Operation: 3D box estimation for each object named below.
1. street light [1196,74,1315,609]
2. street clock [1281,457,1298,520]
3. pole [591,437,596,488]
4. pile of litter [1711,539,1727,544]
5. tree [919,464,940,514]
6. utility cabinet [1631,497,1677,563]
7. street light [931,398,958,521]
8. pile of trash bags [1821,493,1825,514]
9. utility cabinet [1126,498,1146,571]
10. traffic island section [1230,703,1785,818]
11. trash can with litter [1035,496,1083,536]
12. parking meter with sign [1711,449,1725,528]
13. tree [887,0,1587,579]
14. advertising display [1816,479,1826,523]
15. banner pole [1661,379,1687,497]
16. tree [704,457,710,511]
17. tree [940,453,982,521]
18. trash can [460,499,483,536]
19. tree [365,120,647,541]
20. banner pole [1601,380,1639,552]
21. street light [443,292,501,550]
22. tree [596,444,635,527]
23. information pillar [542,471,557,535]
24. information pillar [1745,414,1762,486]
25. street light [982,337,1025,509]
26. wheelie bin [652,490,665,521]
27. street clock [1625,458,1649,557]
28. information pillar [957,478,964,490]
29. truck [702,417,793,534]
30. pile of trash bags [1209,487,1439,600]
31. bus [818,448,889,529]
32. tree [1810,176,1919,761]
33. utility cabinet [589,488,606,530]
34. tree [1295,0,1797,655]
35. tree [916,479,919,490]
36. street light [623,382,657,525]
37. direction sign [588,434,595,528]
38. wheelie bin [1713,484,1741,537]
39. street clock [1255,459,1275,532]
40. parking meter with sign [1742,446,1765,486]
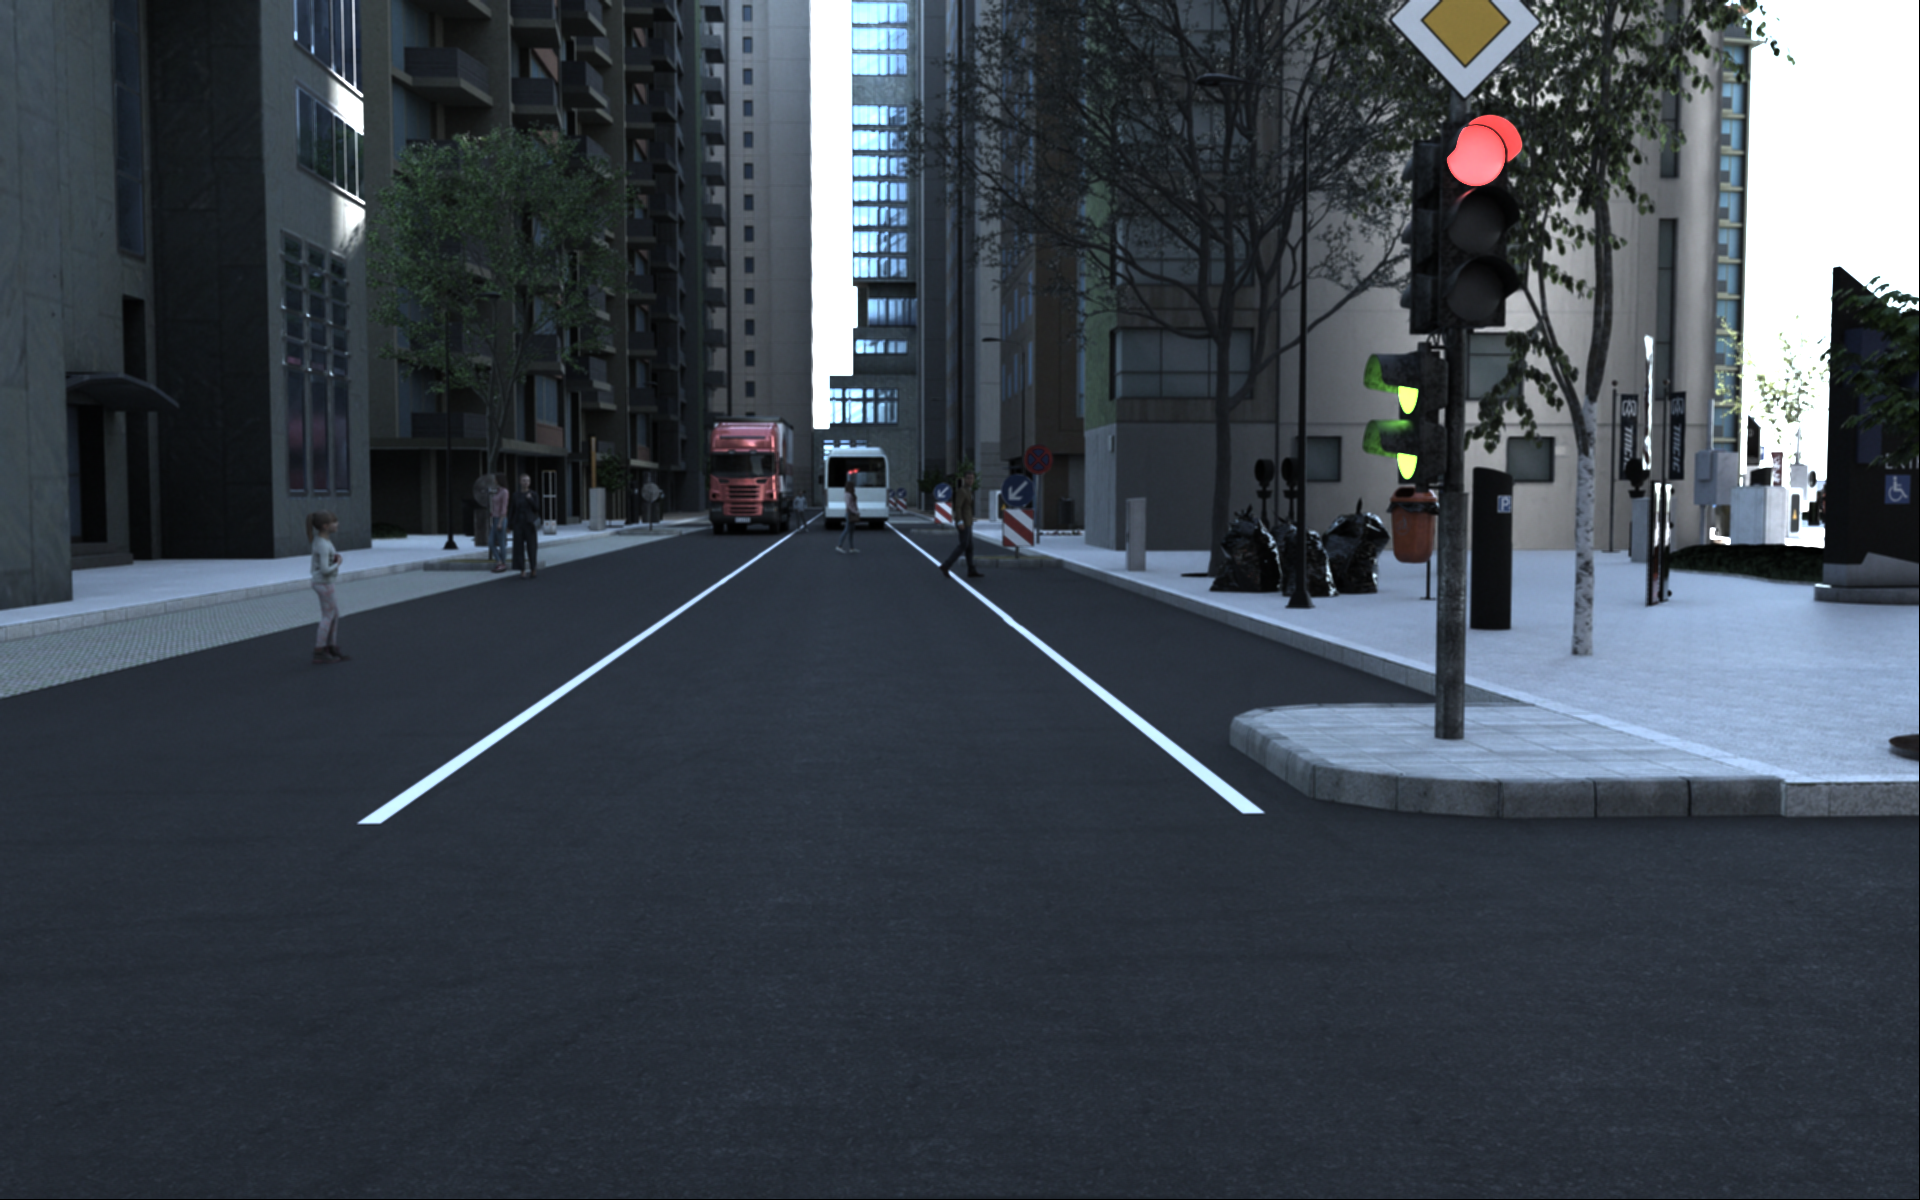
[{"bbox_3d":[3.305,-2.864,19.365,1.470,5.913,1.316,0,4,-4],"label":"street light"},{"bbox_3d":[6.562,-1.818,34.289,0.358,2.002,0.471,-1,4,-18],"label":"street clock"},{"bbox_3d":[-13.045,-4.152,61.728,0.158,3.312,0.155,0,3,0],"label":"pole"},{"bbox_3d":[18.640,-1.810,43.567,1.176,0.858,1.719,1,4,14],"label":"pile of litter"},{"bbox_3d":[-1.525,-7.188,112.125,1.663,3.219,1.824,0,3,0],"label":"tree"},{"bbox_3d":[12.900,-1.289,32.237,0.306,1.237,1.020,-1,4,-11],"label":"utility cabinet"},{"bbox_3d":[-0.705,-6.806,83.823,1.470,5.913,1.316,0,4,-4],"label":"street light"},{"bbox_3d":[34.455,-3.443,66.048,1.912,1.369,3.447,-2,4,-28],"label":"pile of trash bags"},{"bbox_3d":[2.962,-1.108,29.275,0.306,1.237,1.020,0,4,3],"label":"utility cabinet"},{"bbox_3d":[2.597,0.805,9.117,2.009,0.180,2.903,0,4,-4],"label":"traffic island section"},{"bbox_3d":[2.913,-2.628,54.021,2.233,1.210,1.678,0,4,5],"label":"trash can with litter"},{"bbox_3d":[28.751,-4.261,65.931,0.543,3.016,1.738,2,4,27],"label":"parking meter with sign"},{"bbox_3d":[4.158,-7.098,26.427,12.009,13.543,11.850,0,3,0],"label":"tree"},{"bbox_3d":[38.120,-4.341,76.186,0.974,1.923,0.123,1,4,23],"label":"advertising display"},{"bbox_3d":[15.418,-2.906,37.536,0.401,3.779,0.863,-1,4,-17],"label":"banner pole"},{"bbox_3d":[-18.778,-9.085,132.248,4.285,4.588,4.351,0,3,0],"label":"tree"},{"bbox_3d":[0.181,-5.355,82.149,1.663,3.219,1.824,0,3,0],"label":"tree"},{"bbox_3d":[-14.810,-2.506,52.634,0.748,1.137,0.748,0,3,0],"label":"trash can"},{"bbox_3d":[-12.741,-7.449,47.544,9.928,11.665,9.643,0,3,0],"label":"tree"},{"bbox_3d":[14.601,-2.947,38.199,0.863,3.779,0.401,-1,4,-17],"label":"banner pole"},{"bbox_3d":[-11.265,-4.126,39.994,1.470,5.913,1.316,0,4,-4],"label":"street light"},{"bbox_3d":[-13.404,-4.423,66.918,1.663,3.219,1.824,0,3,0],"label":"tree"},{"bbox_3d":[-12.924,-3.060,54.530,0.304,2.012,0.304,1,4,21],"label":"information pillar"},{"bbox_3d":[23.056,-3.611,50.389,0.183,3.616,0.504,-1,4,-22],"label":"information pillar"},{"bbox_3d":[1.345,-4.830,51.508,1.470,5.913,1.316,0,4,-4],"label":"street light"},{"bbox_3d":[-14.583,-4.606,83.222,0.693,1.594,0.980,0,4,7],"label":"wheelie bin"},{"bbox_3d":[13.773,-1.877,35.254,0.358,2.002,0.471,-1,4,-22],"label":"street clock"},{"bbox_3d":[0.011,-4.557,79.003,0.304,2.012,0.304,1,4,9],"label":"information pillar"},{"bbox_3d":[-7.766,-4.652,64.977,2.839,4.237,11.283,0,4,-3],"label":"truck"},{"bbox_3d":[4.781,-0.758,22.143,1.912,1.369,3.447,-2,4,-31],"label":"pile of trash bags"},{"bbox_3d":[-4.641,-4.903,75.031,2.948,3.499,13.247,0,4,-5],"label":"bus"},{"bbox_3d":[4.998,-0.845,8.412,1.663,3.219,1.824,0,3,0],"label":"tree"},{"bbox_3d":[-12.690,-3.176,60.602,0.318,1.500,1.173,0,4,2],"label":"utility cabinet"},{"bbox_3d":[4.763,-3.874,13.698,4.360,8.622,3.978,0,3,0],"label":"tree"},{"bbox_3d":[-2.350,-7.664,119.914,1.663,3.219,1.824,0,3,0],"label":"tree"},{"bbox_3d":[-13.295,-6.085,72.027,1.470,5.913,1.316,0,4,-4],"label":"street light"},{"bbox_3d":[-13.840,-4.477,65.193,0.379,3.537,0.876,-2,4,-26],"label":"direction sign"},{"bbox_3d":[23.028,-2.685,51.815,0.980,1.594,0.693,0,4,5],"label":"wheelie bin"},{"bbox_3d":[6.309,-1.917,35.917,0.358,2.002,0.471,-1,4,-17],"label":"street clock"},{"bbox_3d":[28.869,-4.098,63.261,0.543,3.016,1.738,1,4,12],"label":"parking meter with sign"}]
